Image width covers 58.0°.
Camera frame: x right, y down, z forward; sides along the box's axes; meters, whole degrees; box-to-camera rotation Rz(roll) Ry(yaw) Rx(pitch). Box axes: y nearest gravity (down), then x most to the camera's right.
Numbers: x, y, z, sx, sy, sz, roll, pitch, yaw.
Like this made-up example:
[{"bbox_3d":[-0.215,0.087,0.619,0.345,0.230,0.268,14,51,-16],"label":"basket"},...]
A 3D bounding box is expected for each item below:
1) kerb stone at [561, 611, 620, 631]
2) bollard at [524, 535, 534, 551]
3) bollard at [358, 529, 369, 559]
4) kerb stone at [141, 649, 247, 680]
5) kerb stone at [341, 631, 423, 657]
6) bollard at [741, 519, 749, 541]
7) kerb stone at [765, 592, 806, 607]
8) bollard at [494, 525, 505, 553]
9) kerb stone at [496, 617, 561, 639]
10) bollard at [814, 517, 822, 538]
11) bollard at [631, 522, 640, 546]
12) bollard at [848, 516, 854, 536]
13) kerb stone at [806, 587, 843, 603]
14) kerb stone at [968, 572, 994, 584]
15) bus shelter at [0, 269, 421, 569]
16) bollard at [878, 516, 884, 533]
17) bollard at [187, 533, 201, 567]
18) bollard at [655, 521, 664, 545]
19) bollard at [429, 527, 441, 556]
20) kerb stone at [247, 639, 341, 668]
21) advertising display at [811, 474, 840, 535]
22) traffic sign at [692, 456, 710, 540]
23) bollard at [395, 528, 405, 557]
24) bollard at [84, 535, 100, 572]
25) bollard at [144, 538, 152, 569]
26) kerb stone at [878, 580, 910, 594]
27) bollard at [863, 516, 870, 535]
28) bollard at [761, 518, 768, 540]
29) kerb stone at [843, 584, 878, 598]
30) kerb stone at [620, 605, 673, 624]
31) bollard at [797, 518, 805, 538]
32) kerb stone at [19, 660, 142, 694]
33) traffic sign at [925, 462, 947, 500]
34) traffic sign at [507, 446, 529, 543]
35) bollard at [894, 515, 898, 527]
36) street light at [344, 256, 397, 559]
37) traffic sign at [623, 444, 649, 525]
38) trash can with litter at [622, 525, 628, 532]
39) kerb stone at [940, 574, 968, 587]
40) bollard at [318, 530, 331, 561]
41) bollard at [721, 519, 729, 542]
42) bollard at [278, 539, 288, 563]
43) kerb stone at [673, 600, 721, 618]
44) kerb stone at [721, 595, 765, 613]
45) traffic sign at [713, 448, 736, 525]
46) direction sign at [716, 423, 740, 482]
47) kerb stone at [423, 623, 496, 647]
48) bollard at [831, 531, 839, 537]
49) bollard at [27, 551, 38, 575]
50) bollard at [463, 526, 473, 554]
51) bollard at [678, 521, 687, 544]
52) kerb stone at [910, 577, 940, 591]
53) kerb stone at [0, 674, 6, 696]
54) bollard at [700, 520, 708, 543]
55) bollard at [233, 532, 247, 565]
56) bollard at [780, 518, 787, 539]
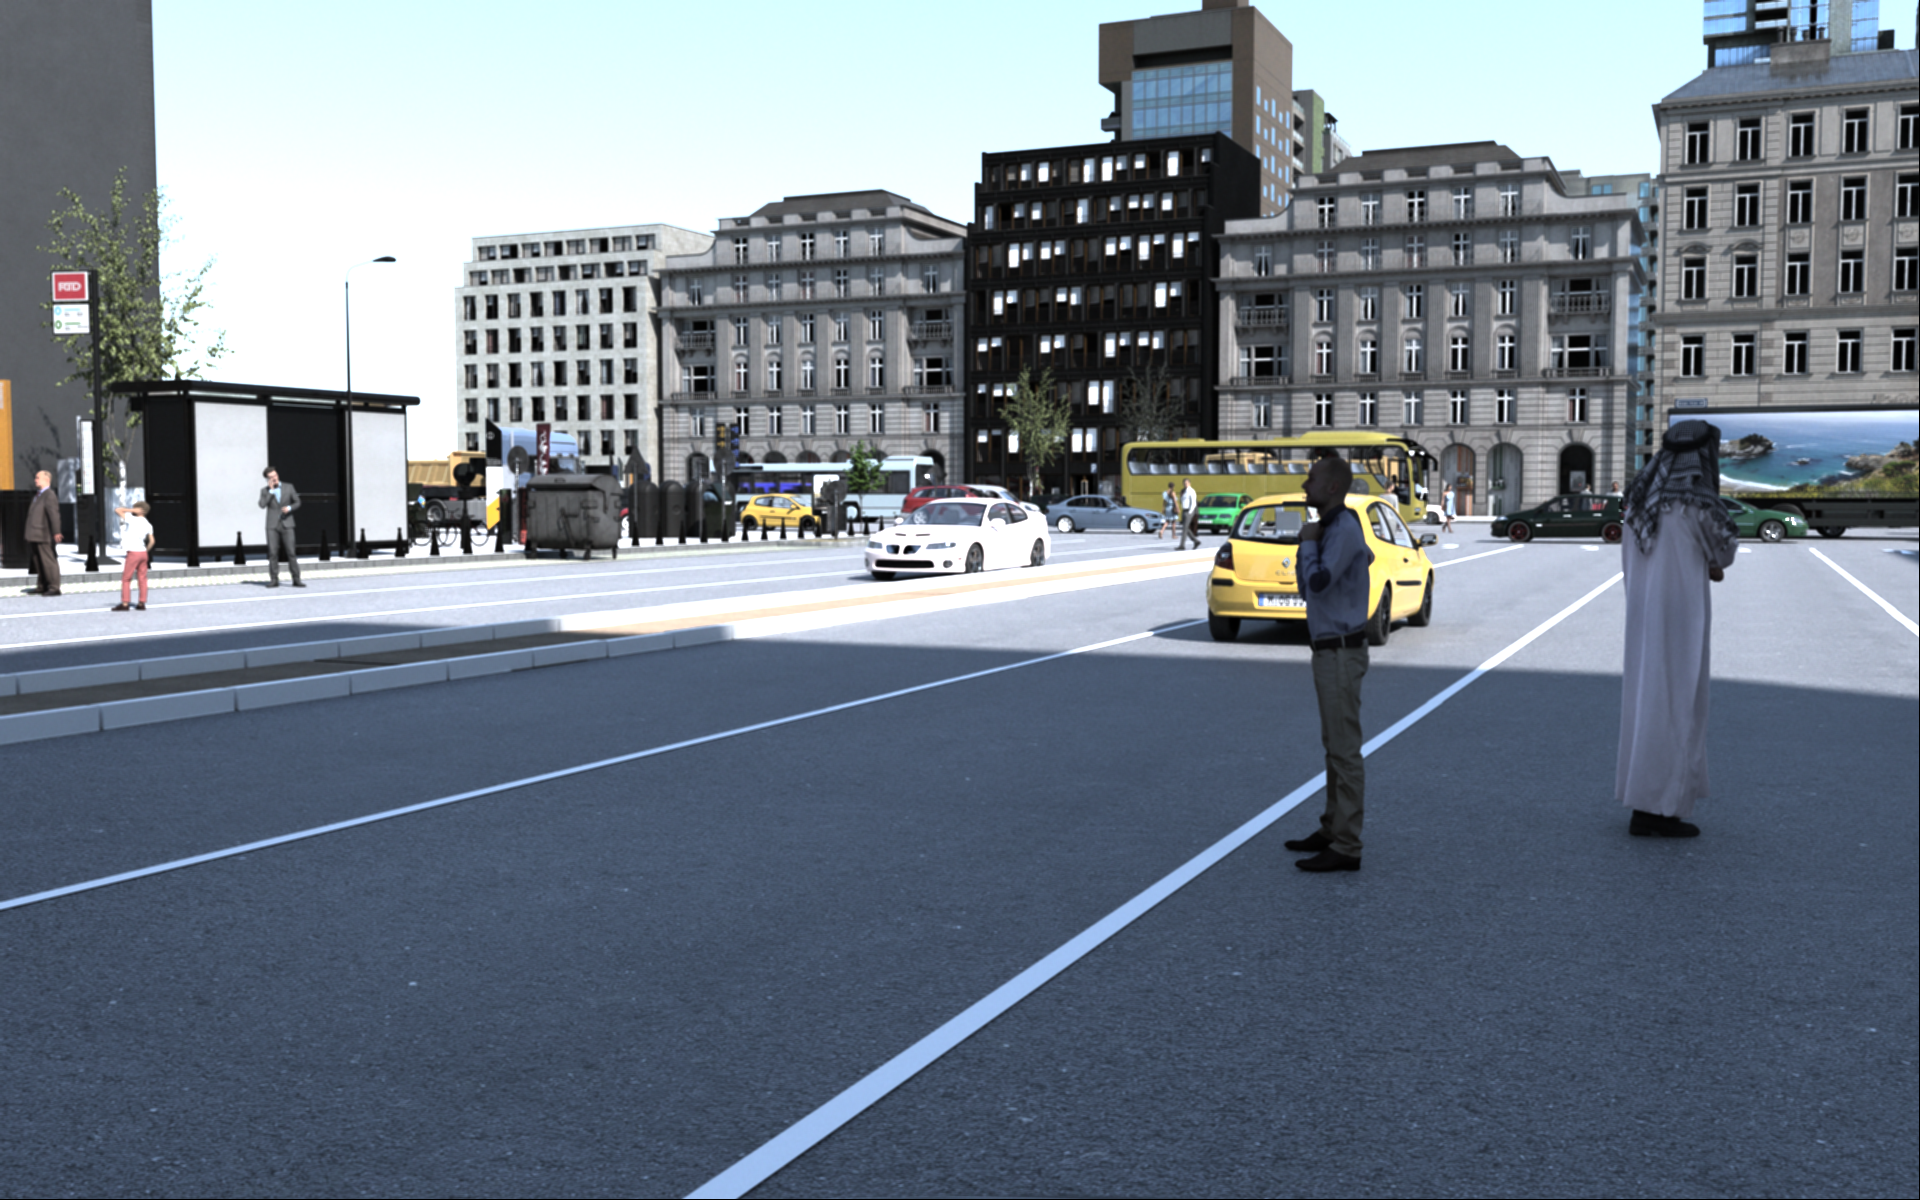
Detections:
[{"bbox_3d":[-3.988,0.230,18.427,0.120,0.150,1.000,2,4,24],"label":"kerb stone"},{"bbox_3d":[-9.683,-1.397,38.888,0.229,0.601,0.229,0,3,0],"label":"bollard"},{"bbox_3d":[-11.790,-1.111,34.202,0.229,0.601,0.229,0,3,0],"label":"bollard"},{"bbox_3d":[-6.115,0.517,13.739,0.120,0.150,1.000,2,4,24],"label":"kerb stone"},{"bbox_3d":[-5.263,0.402,15.616,0.120,0.150,1.000,2,4,24],"label":"kerb stone"},{"bbox_3d":[-5.877,-1.914,47.336,0.229,0.601,0.229,0,3,0],"label":"bollard"},{"bbox_3d":[-2.305,0.001,22.186,0.120,0.150,1.000,2,4,24],"label":"kerb stone"},{"bbox_3d":[-10.100,-1.340,37.950,0.229,0.601,0.229,0,3,0],"label":"bollard"},{"bbox_3d":[-4.421,0.288,17.494,0.120,0.150,1.000,2,4,24],"label":"kerb stone"},{"bbox_3d":[-4.182,-2.144,51.096,0.229,0.601,0.229,0,3,0],"label":"bollard"},{"bbox_3d":[-7.991,-1.627,42.646,0.229,0.601,0.229,0,3,0],"label":"bollard"},{"bbox_3d":[-3.335,-2.260,52.987,0.229,0.601,0.229,0,3,0],"label":"bollard"},{"bbox_3d":[-1.881,-0.051,23.123,0.120,0.150,1.000,2,4,24],"label":"kerb stone"},{"bbox_3d":[0.250,-0.345,27.831,0.120,0.150,1.000,2,4,24],"label":"kerb stone"},{"bbox_3d":[-14.257,-3.405,33.301,2.179,5.291,8.768,2,4,24],"label":"bus shelter"},{"bbox_3d":[-2.485,-2.375,54.876,0.229,0.601,0.229,0,3,0],"label":"bollard"},{"bbox_3d":[-13.482,-0.881,30.448,0.229,0.601,0.229,0,3,0],"label":"bollard"},{"bbox_3d":[-7.566,-1.685,43.586,0.229,0.601,0.229,0,3,0],"label":"bollard"},{"bbox_3d":[-10.945,-1.225,36.078,0.229,0.601,0.229,0,3,0],"label":"bollard"},{"bbox_3d":[-5.685,0.460,14.678,0.120,0.150,1.000,2,4,24],"label":"kerb stone"},{"bbox_3d":[-4.240,-3.028,54.722,0.974,1.923,0.123,-2,4,-34],"label":"advertising display"},{"bbox_3d":[-7.046,-2.748,47.064,0.606,2.300,0.079,2,4,30],"label":"traffic sign"},{"bbox_3d":[-11.367,-1.168,35.138,0.229,0.601,0.229,0,3,0],"label":"bollard"},{"bbox_3d":[-14.326,-0.766,28.572,0.229,0.601,0.229,0,3,0],"label":"bollard"},{"bbox_3d":[-13.898,-0.824,29.509,0.229,0.601,0.229,0,3,0],"label":"bollard"},{"bbox_3d":[-1.026,-0.170,25.014,0.120,0.150,1.000,2,4,24],"label":"kerb stone"},{"bbox_3d":[-2.914,-2.317,53.924,0.229,0.601,0.229,0,3,0],"label":"bollard"},{"bbox_3d":[-5.453,-1.971,48.271,0.229,0.601,0.229,0,3,0],"label":"bollard"},{"bbox_3d":[-1.457,-0.114,24.067,0.120,0.150,1.000,2,4,24],"label":"kerb stone"},{"bbox_3d":[-3.573,0.181,19.369,0.120,0.150,1.000,2,4,24],"label":"kerb stone"},{"bbox_3d":[-4.607,-2.087,50.158,0.229,0.601,0.229,0,3,0],"label":"bollard"},{"bbox_3d":[-6.533,0.575,12.799,0.120,0.150,1.000,2,4,24],"label":"kerb stone"},{"bbox_3d":[-0.769,-3.131,54.837,0.795,2.450,0.064,2,4,24],"label":"traffic sign"},{"bbox_3d":[-11.643,-2.780,45.560,0.768,2.556,0.104,2,4,31],"label":"traffic sign"},{"bbox_3d":[-2.061,-2.432,55.812,0.229,0.601,0.229,0,3,0],"label":"bollard"},{"bbox_3d":[-11.621,-3.767,34.131,1.470,5.913,1.316,2,4,24],"label":"street light"},{"bbox_3d":[-8.490,-2.772,45.319,0.884,2.594,0.081,2,4,29],"label":"traffic sign"},{"bbox_3d":[-10.849,-2.944,59.184,1.678,1.210,2.233,-3,5,-40],"label":"trash can with litter"},{"bbox_3d":[-0.180,-0.288,26.897,0.120,0.150,1.000,2,4,24],"label":"kerb stone"},{"bbox_3d":[-12.210,-1.053,33.265,0.229,0.601,0.229,0,3,0],"label":"bollard"},{"bbox_3d":[-6.297,-1.857,46.399,0.229,0.601,0.229,0,3,0],"label":"bollard"},{"bbox_3d":[-12.637,-0.996,32.329,0.229,0.601,0.229,0,3,0],"label":"bollard"},{"bbox_3d":[-3.150,0.116,20.307,0.120,0.150,1.000,2,4,24],"label":"kerb stone"},{"bbox_3d":[-2.730,0.058,21.245,0.120,0.150,1.000,2,4,24],"label":"kerb stone"},{"bbox_3d":[-6.480,-2.898,47.494,0.768,2.556,0.104,2,4,28],"label":"traffic sign"},{"bbox_3d":[-7.414,-3.874,55.342,0.876,3.537,0.379,-3,5,-42],"label":"direction sign"},{"bbox_3d":[-4.839,0.345,16.552,0.120,0.150,1.000,2,4,24],"label":"kerb stone"},{"bbox_3d":[-3.763,-2.201,52.034,0.229,0.601,0.229,0,3,0],"label":"bollard"},{"bbox_3d":[-14.756,-0.708,27.620,0.229,0.601,0.229,0,3,0],"label":"bollard"},{"bbox_3d":[-10.523,-1.283,37.014,0.229,0.601,0.229,0,3,0],"label":"bollard"},{"bbox_3d":[-7.142,-1.742,44.527,0.229,0.601,0.229,0,3,0],"label":"bollard"},{"bbox_3d":[-0.609,-0.230,25.960,0.120,0.150,1.000,2,4,24],"label":"kerb stone"},{"bbox_3d":[-6.956,0.633,11.854,0.120,0.150,1.000,2,4,24],"label":"kerb stone"},{"bbox_3d":[-6.721,-1.800,45.463,0.229,0.601,0.229,0,3,0],"label":"bollard"},{"bbox_3d":[-13.060,-0.939,31.393,0.229,0.601,0.229,0,3,0],"label":"bollard"},{"bbox_3d":[-5.027,-2.029,49.221,0.229,0.601,0.229,0,3,0],"label":"bollard"}]
